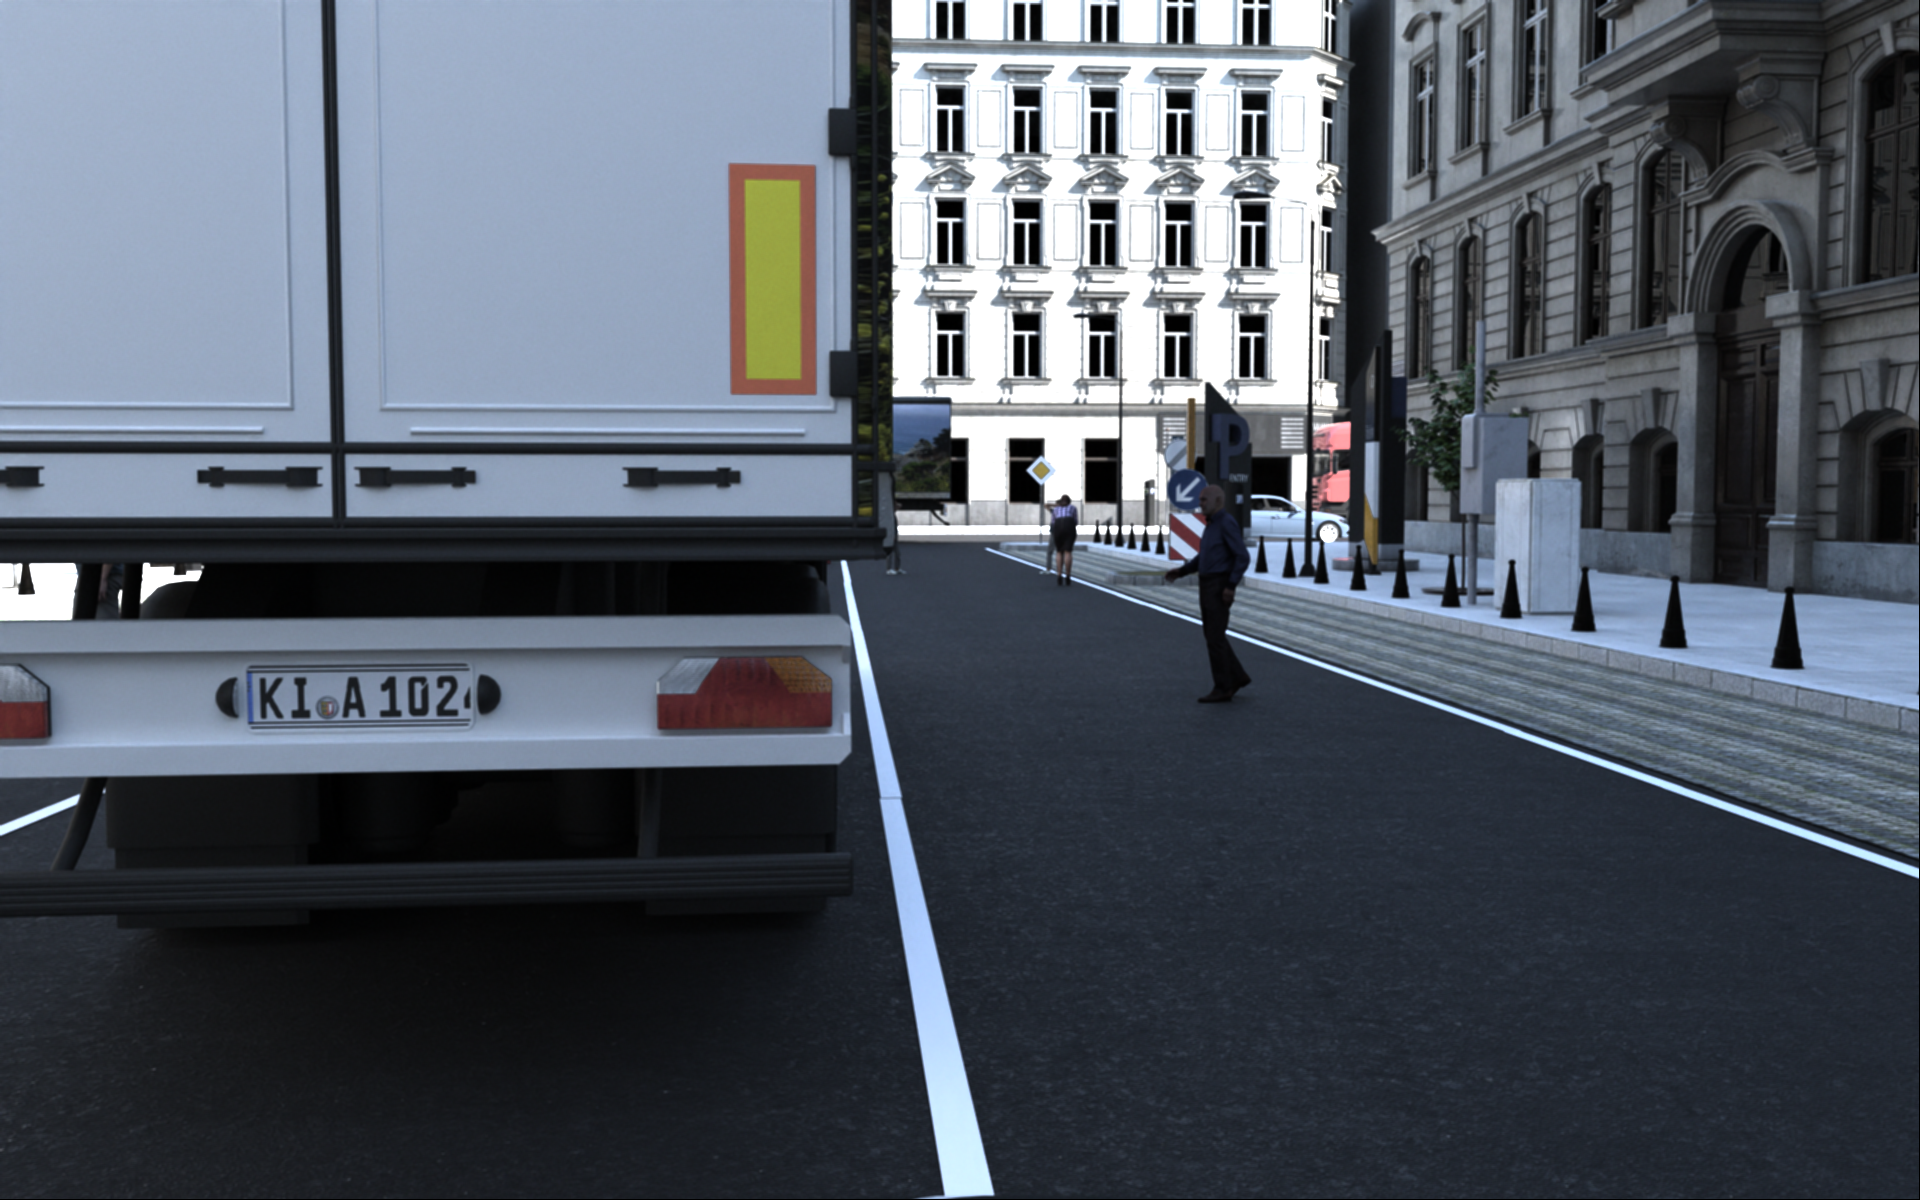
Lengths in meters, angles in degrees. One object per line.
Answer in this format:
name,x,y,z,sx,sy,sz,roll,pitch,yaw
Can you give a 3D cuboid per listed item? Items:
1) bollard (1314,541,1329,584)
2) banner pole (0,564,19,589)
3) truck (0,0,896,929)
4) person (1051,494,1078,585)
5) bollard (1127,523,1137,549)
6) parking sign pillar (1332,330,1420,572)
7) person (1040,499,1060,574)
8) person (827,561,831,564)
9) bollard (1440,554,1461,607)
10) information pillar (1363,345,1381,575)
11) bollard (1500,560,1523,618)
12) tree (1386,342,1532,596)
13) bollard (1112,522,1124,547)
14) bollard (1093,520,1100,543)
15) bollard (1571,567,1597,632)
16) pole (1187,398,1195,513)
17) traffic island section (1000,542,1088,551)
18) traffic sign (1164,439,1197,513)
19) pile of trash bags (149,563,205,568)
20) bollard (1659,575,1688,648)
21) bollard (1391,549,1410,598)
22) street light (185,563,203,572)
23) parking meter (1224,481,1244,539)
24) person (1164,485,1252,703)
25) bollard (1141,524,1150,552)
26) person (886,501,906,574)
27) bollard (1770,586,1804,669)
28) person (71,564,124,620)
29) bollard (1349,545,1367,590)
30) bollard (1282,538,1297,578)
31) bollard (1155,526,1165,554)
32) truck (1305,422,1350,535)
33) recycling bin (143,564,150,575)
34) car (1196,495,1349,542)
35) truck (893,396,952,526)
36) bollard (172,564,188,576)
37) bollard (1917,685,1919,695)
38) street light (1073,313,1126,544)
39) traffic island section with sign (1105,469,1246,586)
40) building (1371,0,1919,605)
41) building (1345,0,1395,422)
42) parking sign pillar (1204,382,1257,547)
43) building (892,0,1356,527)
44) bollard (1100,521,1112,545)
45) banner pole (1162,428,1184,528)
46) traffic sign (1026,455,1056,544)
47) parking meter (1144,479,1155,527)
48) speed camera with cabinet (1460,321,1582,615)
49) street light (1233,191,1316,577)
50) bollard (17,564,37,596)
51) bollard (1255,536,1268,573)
bollard,5.194,-0.540,24.872,0.229,0.601,0.229,0,3,0
banner pole,-12.579,-2.035,23.285,0.863,3.779,0.401,1,4,19
truck,-1.966,-1.246,9.278,2.839,4.237,11.283,0,4,-6
person,1.648,-0.953,27.319,0.421,1.427,0.697,0,4,5
bollard,4.018,-1.494,40.473,0.229,0.601,0.229,0,3,0
parking sign pillar,7.028,-2.490,29.183,1.447,3.967,1.447,-1,4,-11
person,1.690,-1.144,31.112,0.435,1.345,0.340,-3,5,-40
person,-2.847,-1.547,35.670,0.647,1.594,0.662,0,4,5
bollard,5.583,-0.223,19.686,0.229,0.601,0.229,0,3,0
information pillar,6.568,-2.216,27.587,0.183,3.616,0.504,0,4,-4
bollard,5.718,-0.117,17.950,0.229,0.601,0.229,0,3,0
tree,6.533,-1.686,22.168,1.663,3.219,1.824,0,3,0
bollard,3.887,-1.600,42.201,0.229,0.601,0.229,0,3,0
bollard,3.623,-1.813,45.676,0.229,0.601,0.229,0,3,0
bollard,5.848,-0.011,16.222,0.229,0.601,0.229,0,3,0
pole,4.895,-2.625,36.768,0.158,3.312,0.155,0,3,0
traffic island section,2.107,-1.372,44.712,2.009,0.180,2.903,0,4,-4
traffic sign,5.076,-2.442,40.026,0.768,2.556,0.104,0,4,-2
pile of trash bags,-14.413,-1.342,31.694,1.912,1.369,3.447,-2,4,-28
bollard,5.977,0.095,14.493,0.229,0.601,0.229,0,3,0
bollard,5.454,-0.329,21.415,0.229,0.601,0.229,0,3,0
street light,-12.185,-3.428,28.592,1.470,5.913,1.316,0,4,-4
parking meter,5.206,-1.501,32.948,0.372,1.533,0.369,0,3,0
person,1.720,-0.051,12.032,0.600,1.496,0.574,1,4,12
bollard,4.148,-1.388,38.733,0.229,0.601,0.229,0,3,0
person,-1.167,-1.135,30.973,0.340,1.345,0.435,1,4,12
bollard,6.106,0.200,12.765,0.229,0.601,0.229,0,3,0
person,-5.697,-0.168,11.375,0.434,1.807,0.598,-2,4,-28
bollard,5.325,-0.434,23.143,0.229,0.601,0.229,0,3,0
bollard,5.063,-0.646,26.607,0.229,0.601,0.229,0,3,0
bollard,4.281,-1.282,37.000,0.229,0.601,0.229,0,3,0
truck,16.848,-4.271,58.746,11.283,4.237,2.839,0,4,-4
recycling bin,-13.395,-0.912,27.463,0.722,1.027,0.722,1,4,12
car,9.045,-2.349,50.402,4.499,1.417,2.014,0,4,-3
truck,-5.920,-3.777,50.674,11.283,4.237,2.839,0,4,-4
bollard,-12.249,-0.681,27.180,0.229,0.601,0.229,0,3,0
bollard,6.238,0.306,11.036,0.229,0.601,0.229,0,3,0
street light,3.609,-4.413,44.698,1.470,5.913,1.316,0,4,-4
traffic island section with sign,3.390,-1.172,27.798,1.989,1.847,2.006,0,4,-4
building,16.314,-12.501,23.468,14.460,24.649,34.723,0,4,-4
building,28.674,-17.285,76.123,24.014,27.812,14.314,0,4,-4
parking sign pillar,6.542,-3.289,42.241,1.447,3.967,1.447,-3,5,-41
building,-5.918,-18.254,74.871,44.131,29.872,17.030,0,4,-4
bollard,3.759,-1.706,43.938,0.229,0.601,0.229,0,3,0
banner pole,8.080,-4.624,65.626,0.863,3.779,0.401,0,4,-1
traffic sign,2.085,-2.507,44.633,0.795,2.450,0.064,0,4,-4
parking meter,7.425,-3.798,67.810,0.399,1.863,0.255,-3,5,-42
speed camera with cabinet,6.203,-1.522,19.226,0.660,3.252,2.038,0,4,-5
street light,4.874,-3.314,26.723,1.470,5.913,1.316,0,4,-4
bollard,-11.855,-0.363,21.982,0.229,0.601,0.229,0,3,0
bollard,4.934,-0.752,28.335,0.229,0.601,0.229,0,3,0
